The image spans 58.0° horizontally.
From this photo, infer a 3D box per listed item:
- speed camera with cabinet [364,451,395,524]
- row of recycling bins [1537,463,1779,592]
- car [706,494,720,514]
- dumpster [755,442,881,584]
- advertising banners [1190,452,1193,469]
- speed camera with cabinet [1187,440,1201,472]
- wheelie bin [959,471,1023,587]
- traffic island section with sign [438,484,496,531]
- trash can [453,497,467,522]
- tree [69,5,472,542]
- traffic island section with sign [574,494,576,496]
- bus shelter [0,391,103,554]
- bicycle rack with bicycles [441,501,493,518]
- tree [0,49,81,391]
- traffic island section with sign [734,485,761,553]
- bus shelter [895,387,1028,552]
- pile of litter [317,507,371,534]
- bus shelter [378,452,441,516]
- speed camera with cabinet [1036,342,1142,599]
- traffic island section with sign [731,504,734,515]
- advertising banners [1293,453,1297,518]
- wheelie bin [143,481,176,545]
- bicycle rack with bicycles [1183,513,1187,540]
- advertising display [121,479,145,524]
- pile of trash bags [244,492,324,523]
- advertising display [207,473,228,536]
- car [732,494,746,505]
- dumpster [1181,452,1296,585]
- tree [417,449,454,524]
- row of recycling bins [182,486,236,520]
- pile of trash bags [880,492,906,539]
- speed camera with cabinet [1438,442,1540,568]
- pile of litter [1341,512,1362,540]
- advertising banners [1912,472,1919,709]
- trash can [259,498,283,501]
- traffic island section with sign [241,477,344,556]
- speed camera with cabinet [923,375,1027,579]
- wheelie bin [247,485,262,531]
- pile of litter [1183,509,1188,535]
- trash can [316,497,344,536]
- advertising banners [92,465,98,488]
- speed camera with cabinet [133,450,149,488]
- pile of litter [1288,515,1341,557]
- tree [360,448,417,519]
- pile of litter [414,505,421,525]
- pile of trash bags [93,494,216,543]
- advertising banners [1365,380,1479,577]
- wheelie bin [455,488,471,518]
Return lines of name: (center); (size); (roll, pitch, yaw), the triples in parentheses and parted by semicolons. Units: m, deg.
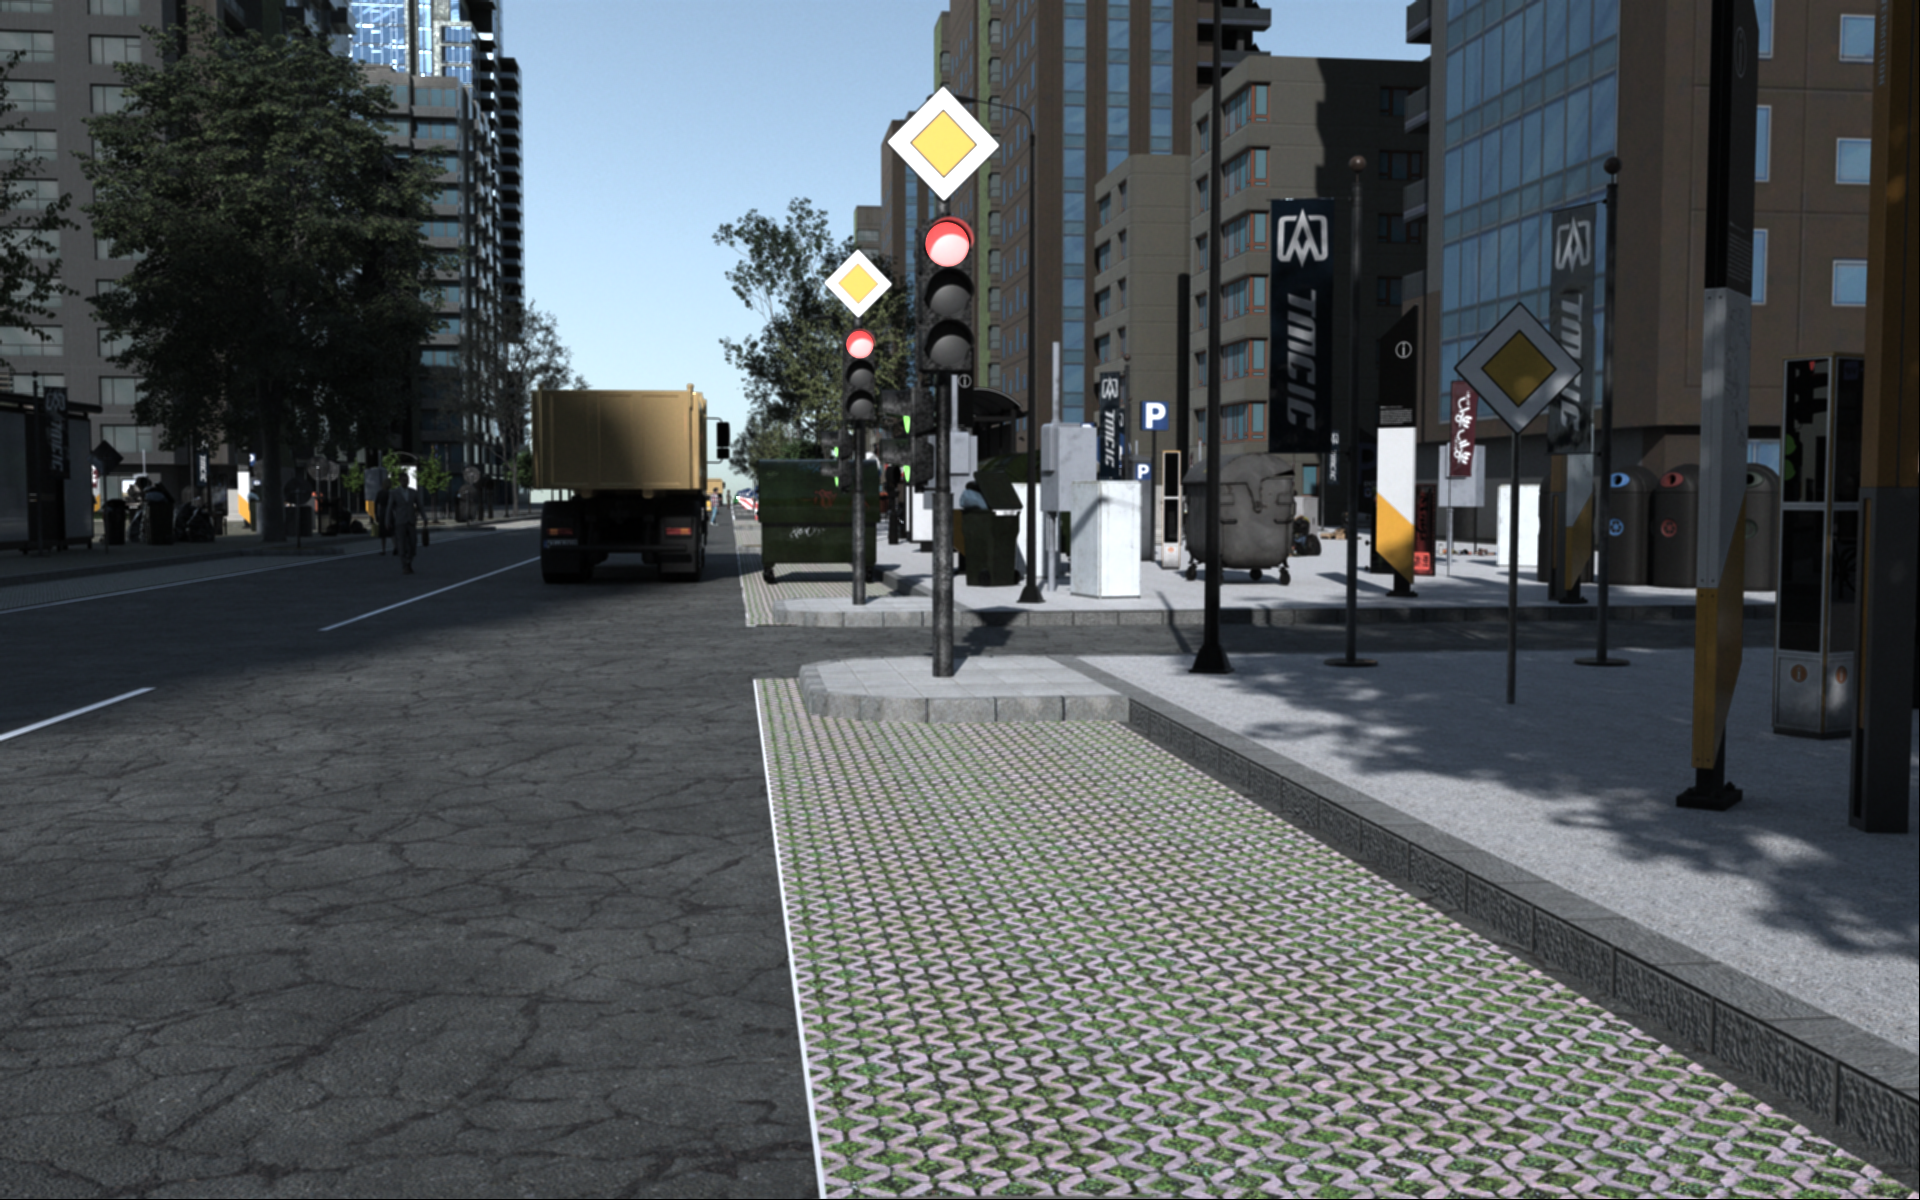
speed camera with cabinet: (-20.431, -4.111, 61.558); (0.660, 3.252, 2.038); (1, 4, 8)
row of recycling bins: (9.711, -1.045, 24.195); (1.069, 1.692, 3.534); (-3, 5, -39)
car: (-18.268, -6.999, 124.652); (2.015, 1.641, 3.980); (0, 4, -7)
dumpster: (-2.288, -1.401, 27.853); (1.985, 2.255, 1.502); (0, 4, -7)
advertising banners: (9.770, -4.626, 71.828); (0.090, 3.025, 2.074); (0, 4, -5)
speed camera with cabinet: (9.491, -4.280, 64.320); (2.038, 3.252, 0.660); (-1, 4, -12)
wheelie bin: (0.400, -0.998, 24.218); (0.980, 1.594, 0.693); (-3, 5, -45)
traffic island section with sign: (-19.134, -3.591, 67.337); (1.989, 1.847, 2.006); (0, 4, -8)
trash can: (-22.702, -4.111, 78.861); (0.748, 1.137, 0.748); (0, 3, 0)
tree: (-18.466, -8.553, 46.492); (9.857, 13.997, 8.962); (0, 3, 0)
traffic island section with sign: (-25.843, -6.673, 117.737); (1.989, 1.847, 2.006); (0, 4, -8)
bus shelter: (-20.551, -3.576, 36.098); (2.179, 5.291, 8.768); (0, 4, -8)
bicycle rack with bicycles: (-25.924, -4.778, 91.505); (2.852, 0.926, 2.925); (-2, 4, -32)
tree: (-16.036, -4.684, 26.947); (4.737, 8.622, 4.395); (0, 3, 0)
traffic island section with sign: (-4.506, -2.089, 42.778); (1.989, 1.847, 2.006); (0, 4, -8)
bus shelter: (-0.005, -2.549, 35.593); (2.014, 3.302, 5.546); (0, 4, -8)
pile of litter: (-20.042, -2.583, 56.202); (1.719, 0.858, 1.176); (-1, 4, -13)
bus shelter: (-27.300, -5.639, 86.118); (2.014, 3.302, 5.546); (0, 4, -7)
speed camera with cabinet: (1.646, -1.693, 22.019); (0.660, 3.252, 2.038); (-1, 4, -19)
traffic island section with sign: (-8.058, -3.723, 69.499); (1.989, 1.847, 2.006); (0, 4, -8)
advertising banners: (12.481, -4.183, 64.581); (0.090, 3.025, 2.074); (1, 4, 15)
wheelie bin: (-20.184, -2.185, 43.637); (0.693, 1.594, 0.980); (-3, 4, -36)
bicycle rack with bicycles: (5.760, -2.102, 47.748); (2.852, 0.926, 2.925); (-1, 4, -22)
advertising display: (-35.643, -4.249, 74.693); (0.974, 1.923, 0.123); (0, 4, 0)
pile of trash bags: (-30.408, -4.189, 78.246); (1.912, 1.369, 3.447); (3, 5, 42)
advertising display: (-22.986, -2.961, 53.629); (0.123, 1.923, 0.974); (0, 4, 7)
car: (-27.194, -12.584, 214.540); (1.959, 1.807, 4.718); (-1, 4, -9)
dumpster: (4.013, -1.173, 24.941); (1.264, 1.857, 1.865); (0, 4, -7)
tree: (-22.456, -4.864, 74.134); (1.663, 3.219, 1.824); (0, 3, 0)
row of recycling bins: (-36.863, -4.848, 86.371); (3.534, 1.692, 1.069); (-2, 4, -27)
pile of trash bags: (-0.279, -2.476, 50.241); (3.447, 1.369, 1.912); (-2, 4, -31)
speed camera with cabinet: (9.567, -2.222, 30.659); (2.038, 3.252, 0.660); (2, 4, 34)
pile of litter: (10.847, -2.167, 49.395); (1.176, 0.858, 1.719); (1, 4, 10)
advertising banners: (6.289, -0.851, 10.108); (2.074, 3.025, 0.090); (1, 4, 15)
trash can: (-22.741, -2.787, 57.222); (0.748, 1.137, 0.748); (0, 3, 0)
traffic island section with sign: (-15.583, -1.956, 40.601); (1.989, 1.847, 2.006); (0, 4, -8)
speed camera with cabinet: (0.488, -1.942, 26.092); (2.038, 3.252, 0.660); (-1, 4, -22)
wheelie bin: (-24.092, -3.165, 59.658); (0.693, 1.594, 0.980); (2, 4, 26)
pile of litter: (7.226, -2.467, 54.294); (1.176, 0.858, 1.719); (-1, 4, -20)
trash can: (-19.357, -2.535, 53.099); (0.748, 1.137, 0.748); (0, 3, 0)
advertising banners: (-37.219, -4.716, 73.287); (2.074, 3.025, 0.090); (1, 4, 19)
speed camera with cabinet: (-36.693, -5.095, 77.641); (0.660, 3.252, 2.038); (-1, 4, -21)
pile of litter: (6.821, -1.348, 36.006); (1.719, 0.858, 1.176); (-2, 4, -32)
tree: (-21.692, -4.348, 65.694); (1.663, 3.219, 1.824); (0, 3, 0)
pile of litter: (-22.968, -3.543, 71.886); (1.176, 0.858, 1.719); (-1, 4, -13)
pile of trash bags: (-21.605, -2.206, 45.814); (3.447, 1.369, 1.912); (-2, 4, -29)
advertising banners: (7.244, -1.895, 27.177); (0.090, 3.025, 2.074); (-3, 5, -39)
wheelie bin: (-24.164, -4.665, 84.187); (0.693, 1.594, 0.980); (-3, 4, -38)
